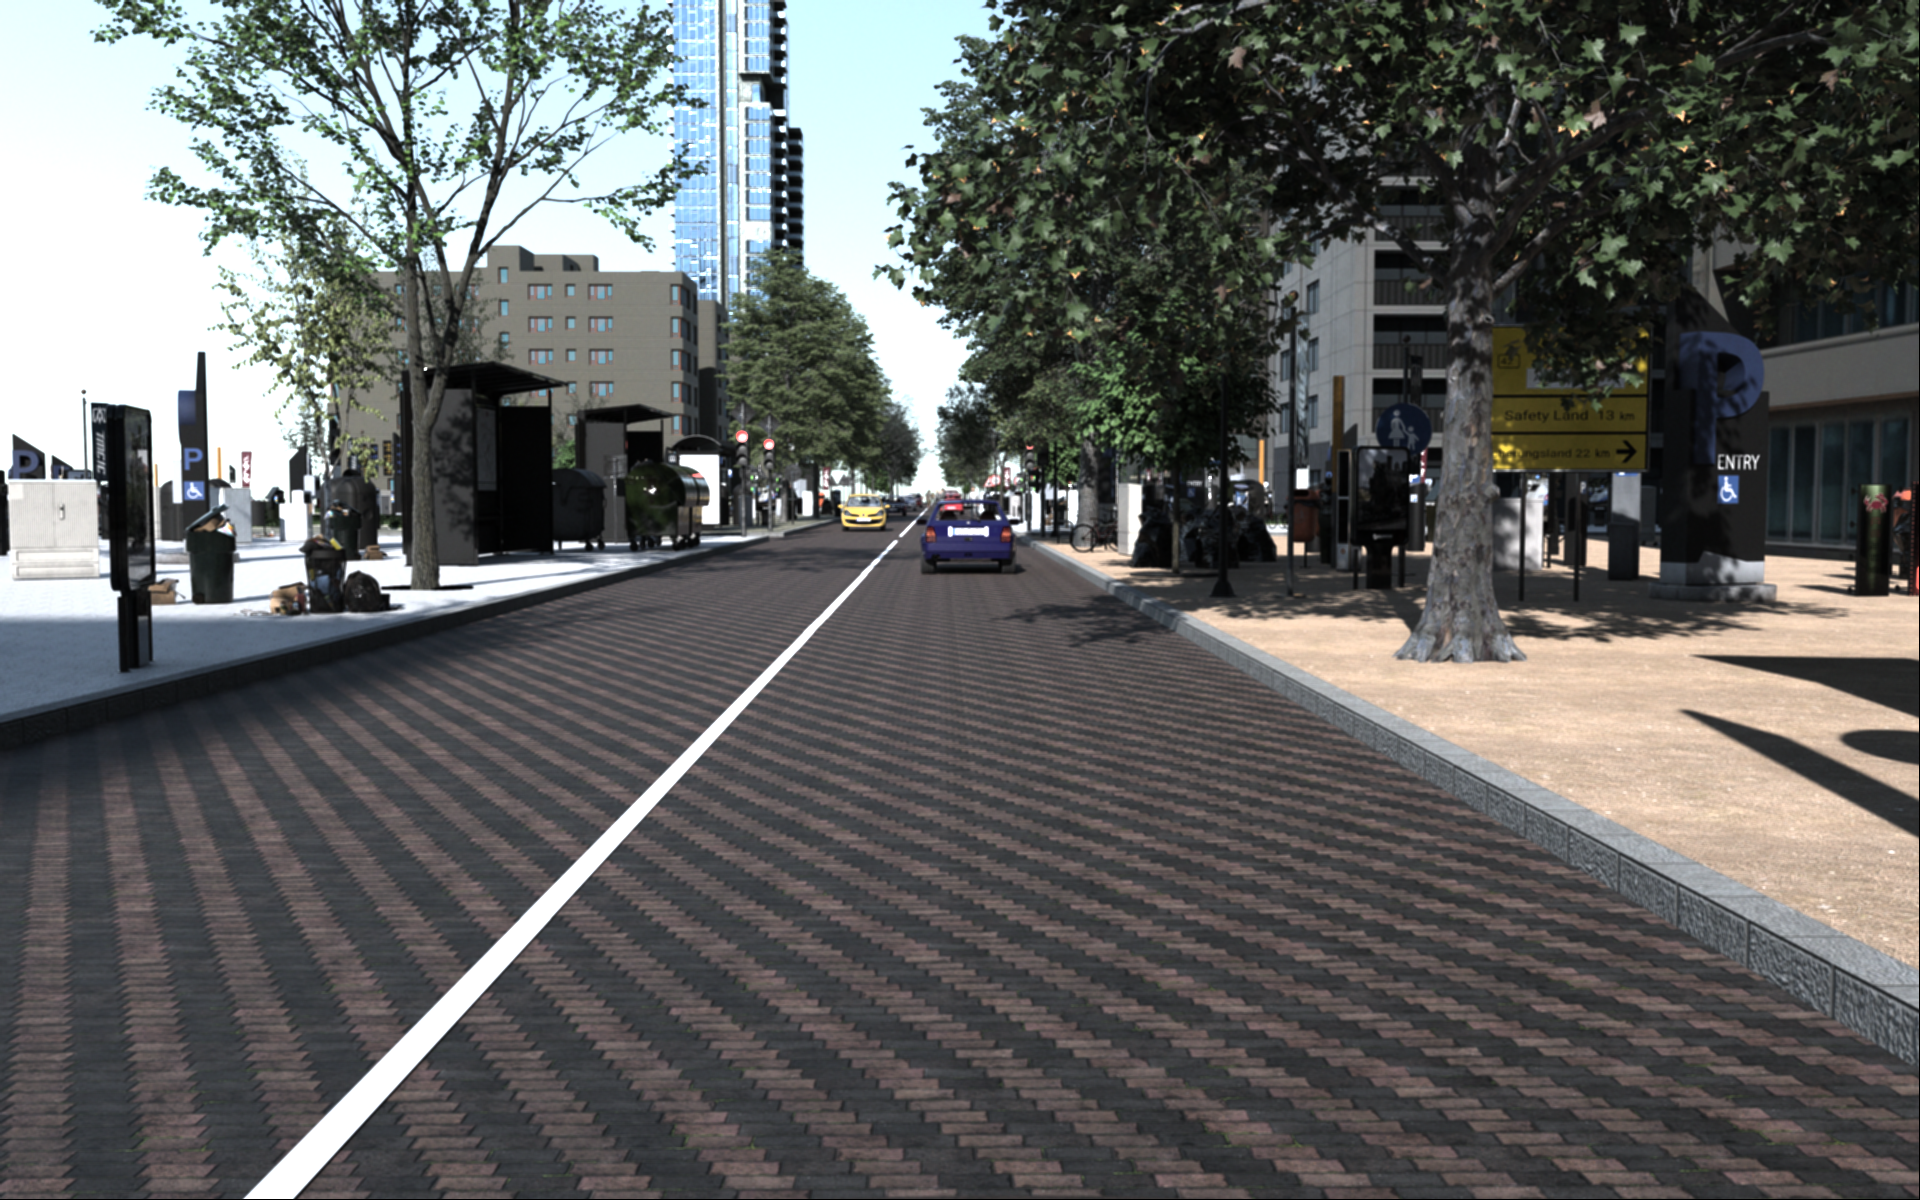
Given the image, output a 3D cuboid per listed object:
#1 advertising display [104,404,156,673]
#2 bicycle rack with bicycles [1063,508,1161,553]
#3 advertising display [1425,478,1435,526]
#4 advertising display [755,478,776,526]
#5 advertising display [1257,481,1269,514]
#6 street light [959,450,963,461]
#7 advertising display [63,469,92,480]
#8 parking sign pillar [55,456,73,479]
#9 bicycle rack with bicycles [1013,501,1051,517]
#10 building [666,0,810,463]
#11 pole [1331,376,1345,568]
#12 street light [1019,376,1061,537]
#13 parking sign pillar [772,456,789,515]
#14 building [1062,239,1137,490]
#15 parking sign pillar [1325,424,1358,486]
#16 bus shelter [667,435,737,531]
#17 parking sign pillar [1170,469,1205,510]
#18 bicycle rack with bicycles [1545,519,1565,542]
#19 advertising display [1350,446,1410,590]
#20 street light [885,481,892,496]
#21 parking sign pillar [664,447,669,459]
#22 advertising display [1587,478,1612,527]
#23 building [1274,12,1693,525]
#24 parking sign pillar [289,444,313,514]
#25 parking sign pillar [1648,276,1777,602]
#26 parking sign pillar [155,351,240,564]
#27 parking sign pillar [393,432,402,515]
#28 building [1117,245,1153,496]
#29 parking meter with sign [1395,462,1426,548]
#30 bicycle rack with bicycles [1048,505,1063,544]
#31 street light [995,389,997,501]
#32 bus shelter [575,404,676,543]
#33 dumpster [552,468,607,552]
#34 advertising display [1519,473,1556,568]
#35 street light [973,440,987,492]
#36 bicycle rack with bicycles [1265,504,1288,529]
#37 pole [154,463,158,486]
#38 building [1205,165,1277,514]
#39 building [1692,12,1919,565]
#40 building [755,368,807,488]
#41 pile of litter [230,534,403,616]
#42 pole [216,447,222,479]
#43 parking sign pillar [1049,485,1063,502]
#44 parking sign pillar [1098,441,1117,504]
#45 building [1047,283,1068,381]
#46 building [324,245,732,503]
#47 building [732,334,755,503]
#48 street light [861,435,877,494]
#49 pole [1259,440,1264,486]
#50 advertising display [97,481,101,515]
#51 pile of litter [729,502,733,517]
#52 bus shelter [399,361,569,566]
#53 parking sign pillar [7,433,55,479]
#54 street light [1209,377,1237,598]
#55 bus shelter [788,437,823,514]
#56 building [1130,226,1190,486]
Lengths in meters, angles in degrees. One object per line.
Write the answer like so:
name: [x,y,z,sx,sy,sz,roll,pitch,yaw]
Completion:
advertising display: [-6.128,-0.466,12.832,0.123,1.923,0.974,-1,4,-14]
bicycle rack with bicycles: [4.106,-1.546,38.663,2.925,0.926,2.852,1,4,16]
advertising display: [18.488,-3.871,68.506,0.123,1.923,0.974,-1,4,-14]
advertising display: [-7.932,-4.004,70.671,0.974,1.923,0.123,-3,5,-45]
advertising display: [15.207,-5.067,88.061,0.974,1.923,0.123,0,4,-1]
street light: [0.901,-12.750,181.000,1.470,5.913,1.316,0,4,-1]
advertising display: [-23.016,-2.447,45.223,0.123,1.923,0.974,1,4,11]
parking sign pillar: [-60.656,-7.871,117.158,1.447,3.967,1.447,-2,4,-35]
bicycle rack with bicycles: [4.037,-5.101,96.791,2.852,0.926,2.925,0,4,4]
building: [-34.833,-58.883,275.414,22.319,86.520,31.000,0,4,-1]
pole: [6.537,-2.210,29.971,0.158,3.312,0.155,0,3,0]
street light: [2.300,-4.830,51.504,1.470,5.913,1.316,0,4,-1]
parking sign pillar: [-11.271,-7.371,108.989,1.447,3.967,1.447,2,4,29]
building: [26.678,-38.928,256.086,23.786,49.044,30.456,0,4,-1]
parking sign pillar: [14.528,-4.744,66.030,1.447,3.967,1.447,-2,4,-35]
bus shelter: [-9.023,-4.161,61.949,2.014,3.302,5.546,0,4,-1]
parking sign pillar: [8.455,-4.635,64.249,1.447,3.967,1.447,-2,4,-29]
bicycle rack with bicycles: [15.218,-2.033,46.616,2.852,0.926,2.925,-2,4,-29]
advertising display: [5.664,-1.110,23.368,0.974,1.923,0.123,-2,4,-30]
street light: [-7.563,-11.865,166.531,1.470,5.913,1.316,0,4,-1]
parking sign pillar: [-16.770,-6.795,99.571,1.447,3.967,1.447,-1,4,-18]
advertising display: [25.307,-3.869,68.472,0.974,1.923,0.123,3,4,36]
building: [27.036,-39.268,80.281,20.611,71.187,20.563,0,4,-1]
parking sign pillar: [-35.507,-6.409,93.257,1.447,3.967,1.447,2,4,29]
parking sign pillar: [9.220,-1.997,21.123,1.447,3.967,1.447,-2,4,-24]
parking sign pillar: [-14.207,-2.672,32.161,1.447,3.967,1.447,-1,4,-21]
parking sign pillar: [-24.347,-5.376,76.371,1.447,3.967,1.447,2,4,26]
building: [26.976,-53.037,179.823,22.319,86.520,31.000,0,4,-1]
parking meter with sign: [10.786,-2.782,41.751,0.543,3.016,1.738,0,4,-5]
bicycle rack with bicycles: [3.631,-1.870,43.958,2.852,0.926,2.925,0,4,-7]
street light: [2.155,-6.299,75.531,1.470,5.913,1.316,0,4,-1]
bus shelter: [-9.254,-3.490,48.341,1.731,3.624,6.357,0,4,-1]
dumpster: [-8.788,-2.048,39.248,1.264,1.857,1.865,0,4,-1]
advertising display: [10.092,-1.536,30.328,0.123,1.923,0.974,-1,4,-14]
street light: [1.648,-8.107,105.086,1.470,5.913,1.316,0,4,-1]
bicycle rack with bicycles: [12.400,-3.068,63.548,2.852,0.926,2.925,-1,4,-17]
pole: [-53.218,-7.393,114.717,0.158,3.312,0.155,0,3,0]
building: [22.216,-20.888,113.215,14.160,30.474,14.107,0,4,-1]
building: [26.596,-24.603,25.959,21.300,48.544,21.600,0,4,-1]
building: [-36.582,-24.561,246.603,27.650,21.520,28.899,0,4,-1]
pile of litter: [-6.988,-0.299,18.854,1.719,0.858,1.176,-1,4,-14]
pole: [-31.886,-4.939,74.600,0.158,3.312,0.155,0,3,0]
parking sign pillar: [6.338,-7.693,114.253,1.447,3.967,1.447,-1,4,-16]
parking sign pillar: [5.114,-4.388,60.218,1.447,3.967,1.447,1,4,16]
building: [24.630,-40.304,282.667,21.300,48.544,21.600,0,4,-1]
building: [-35.482,-18.582,148.848,27.650,21.520,28.899,0,4,-1]
building: [-36.737,-20.345,177.688,27.650,21.520,28.899,0,4,-1]
street light: [-7.225,-10.009,136.186,1.470,5.913,1.316,0,4,-1]
pole: [11.405,-4.382,65.492,0.158,3.312,0.155,0,3,0]
advertising display: [-39.047,-4.441,77.825,0.123,1.923,0.974,2,4,27]
pile of litter: [-12.610,-5.103,97.399,1.176,0.858,1.719,0,4,4]
bus shelter: [-9.121,-2.598,33.757,1.731,3.624,6.357,0,4,-1]
parking sign pillar: [-41.240,-5.396,76.697,1.447,3.967,1.447,-1,4,-11]
street light: [2.740,-2.992,21.456,1.470,5.913,1.316,0,4,-1]
bus shelter: [-10.694,-8.589,118.065,2.179,5.291,8.768,0,4,-1]
building: [27.148,-30.328,150.489,22.147,44.769,28.867,0,4,-1]
